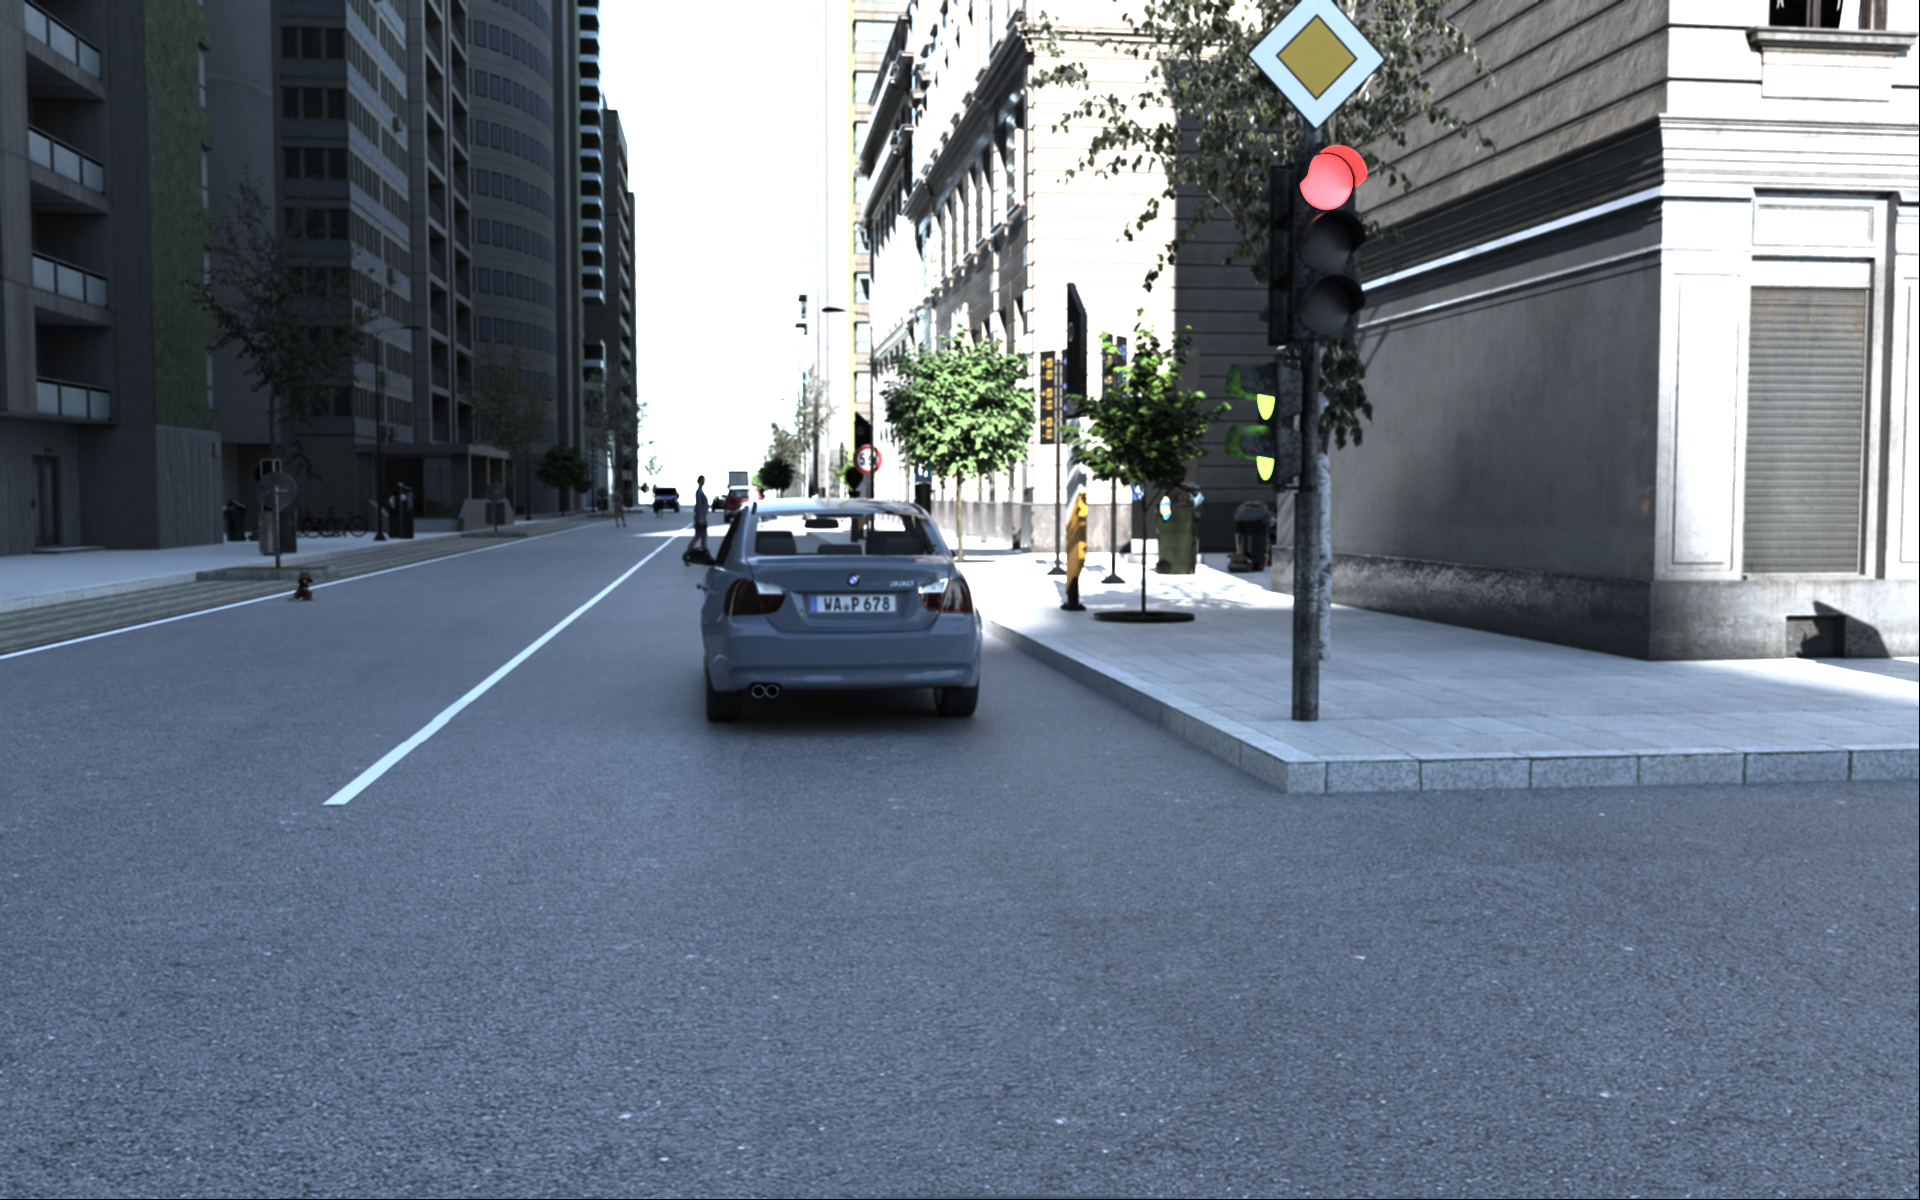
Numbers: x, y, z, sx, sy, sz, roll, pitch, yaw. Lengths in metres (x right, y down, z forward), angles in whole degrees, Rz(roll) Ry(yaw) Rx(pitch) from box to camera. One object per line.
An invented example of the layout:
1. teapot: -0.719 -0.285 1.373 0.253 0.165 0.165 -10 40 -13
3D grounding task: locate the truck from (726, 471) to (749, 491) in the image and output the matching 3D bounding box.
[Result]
1. truck: -27.183 -13.654 212.154 2.839 4.237 11.283 0 4 -8

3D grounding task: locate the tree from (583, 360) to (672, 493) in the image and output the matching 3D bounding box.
1. tree: -31.324 -15.098 157.220 12.009 13.543 11.850 0 3 0

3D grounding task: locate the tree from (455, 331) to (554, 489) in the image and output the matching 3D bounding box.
1. tree: -20.856 -7.899 79.518 4.737 8.622 4.395 0 3 0

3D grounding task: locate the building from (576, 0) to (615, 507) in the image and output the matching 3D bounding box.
1. building: -47.389 -53.056 180.138 22.319 86.520 31.000 0 4 -8

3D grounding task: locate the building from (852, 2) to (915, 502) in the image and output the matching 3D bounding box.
1. building: 2.918 -14.184 73.713 13.314 21.916 24.055 0 4 -8

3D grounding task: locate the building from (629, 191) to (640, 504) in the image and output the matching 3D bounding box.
1. building: -49.632 -33.209 226.556 14.154 41.232 14.086 0 4 -8

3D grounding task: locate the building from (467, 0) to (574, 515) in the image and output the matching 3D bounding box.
1. building: -38.005 -35.058 115.191 21.231 58.520 28.212 0 4 -8

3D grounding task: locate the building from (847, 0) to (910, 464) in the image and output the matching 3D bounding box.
1. building: 0.689 -25.186 95.380 14.154 41.232 14.086 0 4 -8

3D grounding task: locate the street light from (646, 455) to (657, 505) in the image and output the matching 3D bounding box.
1. street light: -36.783 -14.326 206.763 1.470 5.913 1.316 0 4 -8

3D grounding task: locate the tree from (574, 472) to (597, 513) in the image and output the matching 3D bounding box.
1. tree: -26.158 -7.637 119.466 1.663 3.219 1.824 0 3 0

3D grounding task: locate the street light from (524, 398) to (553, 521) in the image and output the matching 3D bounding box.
1. street light: -20.392 -6.809 83.868 1.470 5.913 1.316 0 4 -8

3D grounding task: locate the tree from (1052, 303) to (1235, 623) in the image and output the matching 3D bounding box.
1. tree: 1.870 -1.417 17.776 1.663 3.219 1.824 0 3 0

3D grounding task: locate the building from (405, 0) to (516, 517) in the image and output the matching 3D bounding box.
1. building: -34.814 -39.902 90.647 20.563 71.187 20.611 0 4 -8

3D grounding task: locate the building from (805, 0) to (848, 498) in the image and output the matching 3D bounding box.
1. building: -2.344 -36.857 144.618 21.231 58.520 28.212 0 4 -8

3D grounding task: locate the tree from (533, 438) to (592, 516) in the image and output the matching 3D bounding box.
1. tree: -23.356 -7.237 102.031 4.285 4.588 4.351 0 3 0

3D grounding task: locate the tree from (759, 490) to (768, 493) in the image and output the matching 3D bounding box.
1. tree: -25.708 -14.003 223.547 1.663 3.219 1.824 0 3 0

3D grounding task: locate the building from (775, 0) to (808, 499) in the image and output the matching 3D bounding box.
1. building: -12.879 -55.931 227.138 22.319 86.520 31.000 0 4 -8

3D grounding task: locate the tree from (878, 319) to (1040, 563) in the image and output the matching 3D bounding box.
1. tree: 0.036 -2.996 32.704 4.285 4.588 4.351 0 3 0

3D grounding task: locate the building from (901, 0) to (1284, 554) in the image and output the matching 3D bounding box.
1. building: 5.526 -15.403 49.099 12.463 27.353 25.104 0 4 -8

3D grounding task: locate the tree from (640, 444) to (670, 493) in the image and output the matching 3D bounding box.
1. tree: -40.245 -16.992 228.176 4.737 8.622 4.395 0 3 0

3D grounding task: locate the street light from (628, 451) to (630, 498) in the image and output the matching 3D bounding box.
1. street light: -31.395 -11.895 167.024 1.470 5.913 1.316 0 4 -8

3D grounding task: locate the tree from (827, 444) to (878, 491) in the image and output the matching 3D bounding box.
1. tree: -3.438 -3.958 59.316 1.663 3.219 1.824 0 3 0

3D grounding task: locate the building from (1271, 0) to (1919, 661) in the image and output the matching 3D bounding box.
1. building: 13.509 -10.354 18.439 18.267 20.994 9.793 0 4 -8

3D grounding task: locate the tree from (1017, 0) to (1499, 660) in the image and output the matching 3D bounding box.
1. tree: 2.567 -3.839 13.125 4.360 8.622 3.978 0 3 0

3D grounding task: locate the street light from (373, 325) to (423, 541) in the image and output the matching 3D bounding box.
1. street light: -15.452 -4.593 47.629 1.470 5.913 1.316 0 4 -8

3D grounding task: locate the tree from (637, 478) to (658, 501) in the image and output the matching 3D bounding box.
1. tree: -36.809 -12.734 202.807 1.663 3.219 1.824 0 3 0

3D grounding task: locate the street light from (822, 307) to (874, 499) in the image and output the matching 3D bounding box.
1. street light: -2.736 -4.325 43.263 1.470 5.913 1.316 0 4 -8

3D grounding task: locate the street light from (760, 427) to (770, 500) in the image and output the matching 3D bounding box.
1. street light: -12.894 -9.014 119.925 1.470 5.913 1.316 0 4 -8

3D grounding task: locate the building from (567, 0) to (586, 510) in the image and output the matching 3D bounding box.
1. building: -37.581 -27.735 137.069 14.154 41.232 14.086 0 4 -8

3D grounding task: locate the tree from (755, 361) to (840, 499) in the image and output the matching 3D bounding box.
1. tree: -8.679 -8.800 94.243 4.360 8.622 3.978 0 3 0

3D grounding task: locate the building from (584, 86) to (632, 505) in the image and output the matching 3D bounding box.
1. building: -50.889 -35.695 207.314 21.300 48.544 21.600 0 4 -8

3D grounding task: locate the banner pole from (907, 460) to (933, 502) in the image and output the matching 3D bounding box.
1. banner pole: -1.135 -3.423 45.979 0.863 3.779 0.401 0 4 2

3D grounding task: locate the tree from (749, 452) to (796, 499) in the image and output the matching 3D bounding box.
1. tree: -14.366 -9.361 136.769 4.285 4.588 4.351 0 3 0

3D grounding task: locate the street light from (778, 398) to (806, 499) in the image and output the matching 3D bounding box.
1. street light: -8.053 -6.791 83.571 1.470 5.913 1.316 0 4 -8

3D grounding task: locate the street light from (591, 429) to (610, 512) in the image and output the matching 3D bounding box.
1. street light: -25.554 -9.210 123.132 1.470 5.913 1.316 0 4 -8

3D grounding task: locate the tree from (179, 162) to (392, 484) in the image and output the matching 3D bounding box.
1. tree: -15.387 -5.454 39.543 4.360 8.622 3.978 0 3 0

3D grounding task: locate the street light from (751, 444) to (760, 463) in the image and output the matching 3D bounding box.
1. street light: -18.275 -11.470 160.082 1.470 5.913 1.316 0 4 -8
